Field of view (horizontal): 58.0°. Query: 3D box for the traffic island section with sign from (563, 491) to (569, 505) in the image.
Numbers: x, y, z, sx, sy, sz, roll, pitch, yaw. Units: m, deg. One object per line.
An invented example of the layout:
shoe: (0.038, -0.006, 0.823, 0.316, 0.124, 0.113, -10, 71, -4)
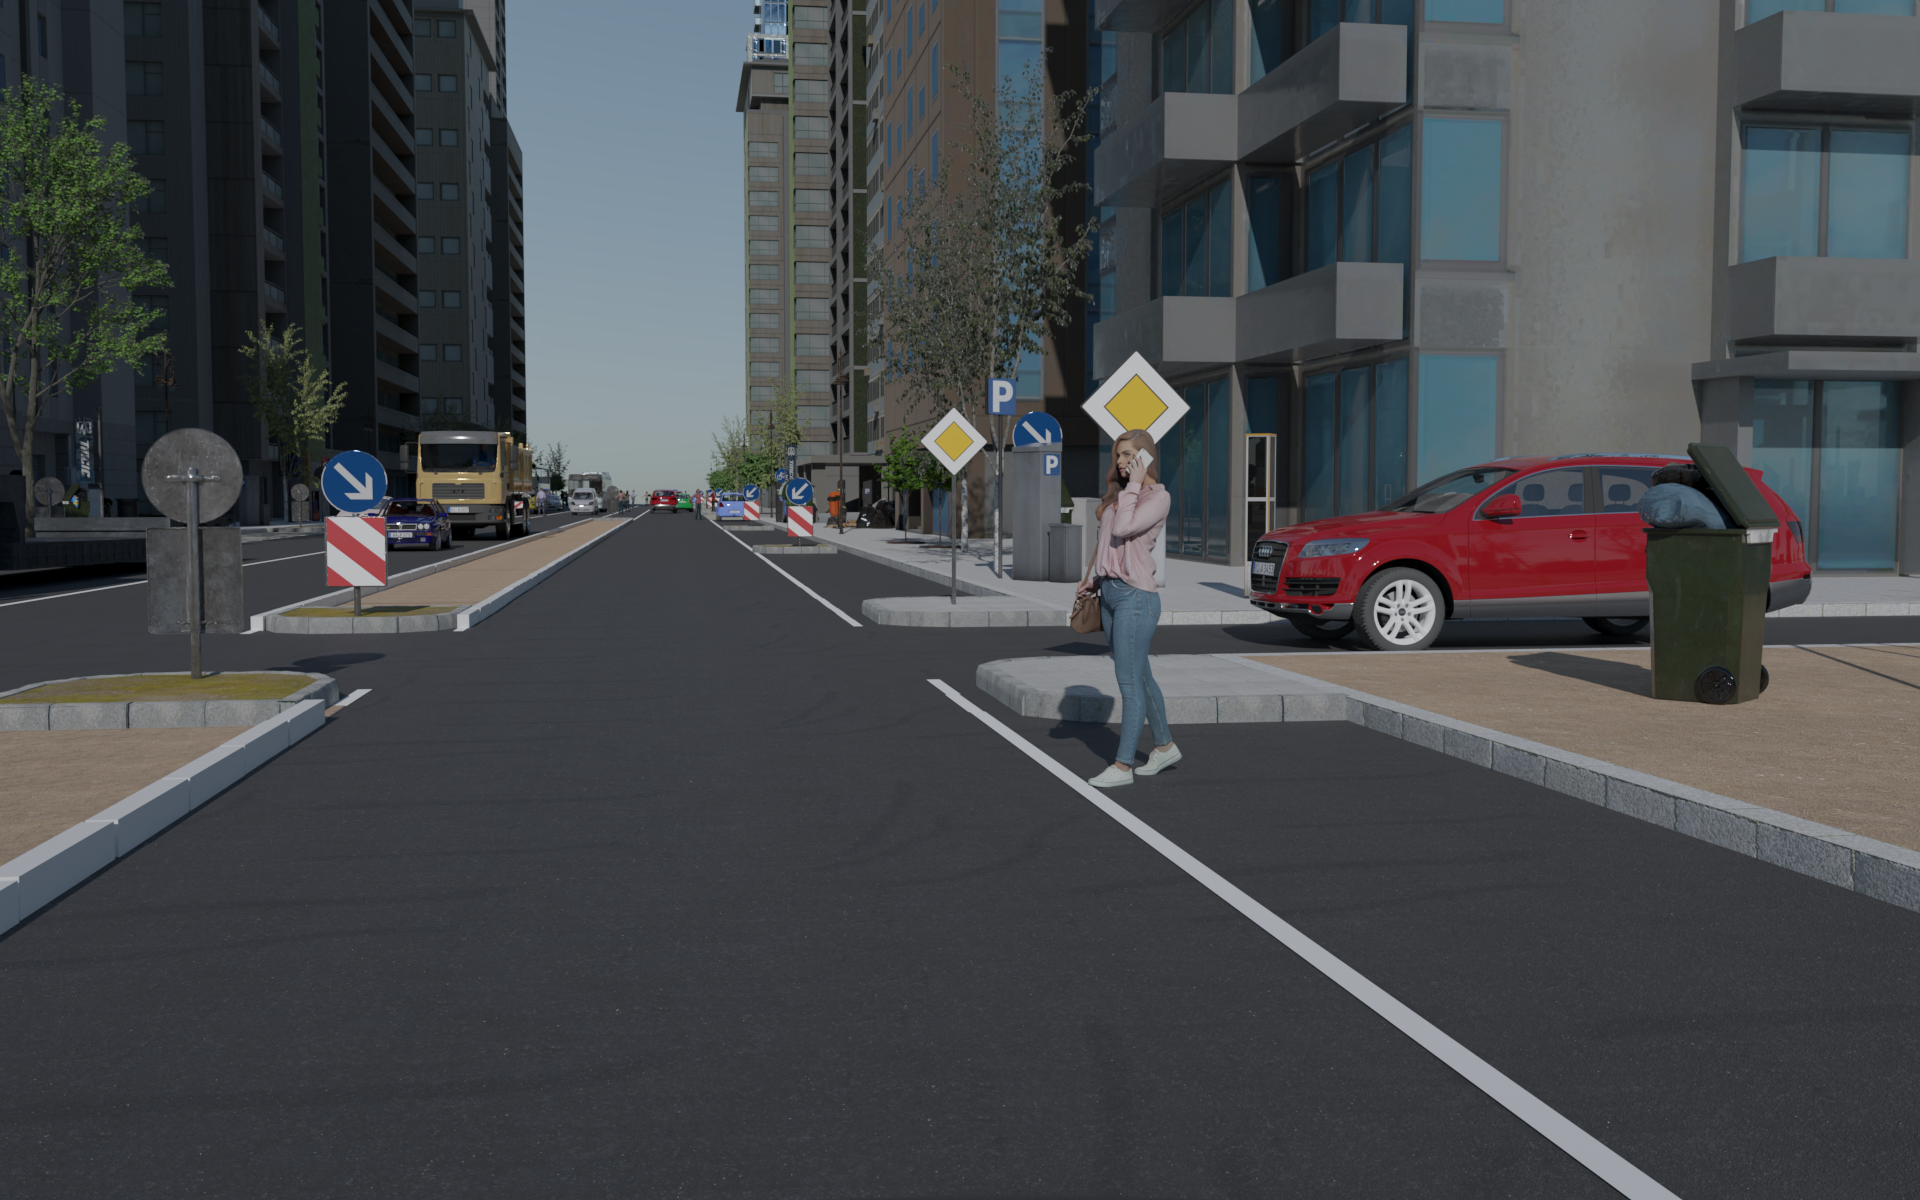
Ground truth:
traffic island section with sign: (-51.163, -13.161, 223.816, 1.989, 1.847, 2.006, -1, 4, -9)

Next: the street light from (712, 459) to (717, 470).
street light: (-30.038, -14.748, 213.913, 0.468, 5.910, 1.993, -1, 4, -9)

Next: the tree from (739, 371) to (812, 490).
tree: (-10.743, -9.394, 103.955, 4.737, 8.622, 4.395, 0, 3, 0)

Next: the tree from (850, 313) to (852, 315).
tree: (-0.132, -5.342, 37.697, 4.360, 8.622, 3.978, 0, 3, 0)

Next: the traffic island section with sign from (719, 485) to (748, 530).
traffic island section with sign: (-8.482, -3.709, 69.269, 1.989, 1.847, 2.006, -1, 4, -9)

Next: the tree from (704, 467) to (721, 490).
tree: (-24.324, -12.167, 182.642, 4.285, 4.588, 4.351, 0, 3, 0)

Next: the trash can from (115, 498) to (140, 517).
trash can: (-27.553, -2.794, 57.328, 0.748, 1.137, 0.748, 0, 3, 0)

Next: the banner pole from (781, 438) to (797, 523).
banner pole: (-7.597, -5.314, 76.903, 0.863, 3.779, 0.401, 3, 4, 37)

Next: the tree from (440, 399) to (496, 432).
tree: (-39.109, -11.338, 135.735, 4.737, 8.622, 4.395, 0, 3, 0)

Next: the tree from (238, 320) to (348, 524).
tree: (-28.531, -7.537, 73.595, 4.737, 8.622, 4.395, 0, 3, 0)

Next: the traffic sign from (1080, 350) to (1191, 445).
traffic sign: (1.225, -0.521, 12.167, 0.795, 2.450, 0.064, -1, 4, -9)

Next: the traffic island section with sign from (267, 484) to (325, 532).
traffic island section with sign: (-25.124, -3.499, 65.835, 1.989, 1.847, 2.006, -1, 4, -9)

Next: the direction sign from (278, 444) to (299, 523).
direction sign: (-30.221, -5.262, 78.031, 0.876, 3.537, 0.379, -2, 4, -31)

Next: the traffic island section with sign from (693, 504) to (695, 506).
traffic island section with sign: (-29.981, -11.680, 199.594, 1.989, 1.847, 2.006, -1, 4, -9)

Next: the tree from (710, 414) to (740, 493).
tree: (-20.615, -12.712, 158.203, 4.737, 8.622, 4.395, 0, 3, 0)

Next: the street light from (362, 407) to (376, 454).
street light: (-31.584, -7.331, 92.653, 0.468, 5.910, 1.993, -1, 4, -9)

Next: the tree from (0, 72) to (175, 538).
tree: (-23.970, -7.232, 43.998, 9.928, 11.665, 9.643, 0, 3, 0)

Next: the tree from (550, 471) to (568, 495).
tree: (-56.915, -15.909, 243.824, 4.285, 4.588, 4.351, 0, 3, 0)

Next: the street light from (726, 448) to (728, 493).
street light: (-22.662, -12.002, 169.025, 0.468, 5.910, 1.993, -1, 4, -9)

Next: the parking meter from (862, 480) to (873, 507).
parking meter: (-3.768, -3.961, 70.470, 0.399, 1.863, 0.255, 0, 4, 4)

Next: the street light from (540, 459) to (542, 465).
street light: (-51.386, -14.661, 212.490, 0.468, 5.910, 1.993, -1, 4, -9)

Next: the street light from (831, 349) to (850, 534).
street light: (-3.794, -5.042, 55.221, 0.468, 5.910, 1.993, -1, 4, -9)

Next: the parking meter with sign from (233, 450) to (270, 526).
parking meter with sign: (-28.607, -4.493, 69.727, 0.543, 3.016, 1.738, 1, 4, 22)

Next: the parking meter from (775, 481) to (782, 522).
parking meter: (-8.238, -4.469, 78.778, 0.255, 1.863, 0.399, -1, 4, -15)

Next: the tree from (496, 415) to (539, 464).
tree: (-42.730, -12.891, 161.134, 4.737, 8.622, 4.395, 0, 3, 0)

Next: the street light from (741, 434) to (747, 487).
street light: (-16.266, -9.657, 130.687, 0.468, 5.910, 1.993, -1, 4, -9)

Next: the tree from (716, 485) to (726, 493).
tree: (-27.489, -12.612, 200.813, 1.663, 3.219, 1.824, 0, 3, 0)

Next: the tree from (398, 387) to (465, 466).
tree: (-36.185, -10.296, 118.699, 4.360, 8.622, 3.978, 0, 3, 0)

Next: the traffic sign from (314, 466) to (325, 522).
traffic sign: (-29.335, -4.866, 79.661, 0.768, 2.556, 0.104, 0, 4, -1)

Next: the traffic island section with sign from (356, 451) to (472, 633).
traffic island section with sign: (-6.418, -0.648, 18.738, 2.006, 1.907, 1.989, -1, 4, -9)

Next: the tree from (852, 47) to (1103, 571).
tree: (0.566, -4.814, 29.076, 4.360, 8.622, 3.978, 0, 3, 0)

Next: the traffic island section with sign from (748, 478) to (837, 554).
traffic island section with sign: (-4.104, -2.082, 42.671, 1.989, 1.847, 2.006, -1, 4, -9)

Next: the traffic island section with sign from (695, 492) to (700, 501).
traffic island section with sign: (-21.040, -8.365, 145.400, 1.989, 1.847, 2.006, -1, 4, -9)

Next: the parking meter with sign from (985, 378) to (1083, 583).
parking meter with sign: (1.124, -1.793, 25.577, 0.543, 3.016, 1.738, -3, 4, -38)

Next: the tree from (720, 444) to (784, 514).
tree: (-12.836, -7.840, 111.899, 4.285, 4.588, 4.351, 0, 3, 0)

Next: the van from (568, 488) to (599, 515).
van: (-25.599, -6.785, 117.949, 2.013, 2.044, 4.112, 0, 4, -8)

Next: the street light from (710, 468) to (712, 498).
street light: (-36.149, -17.061, 251.736, 0.468, 5.910, 1.993, -1, 4, -9)

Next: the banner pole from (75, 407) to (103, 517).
banner pole: (-24.862, -3.644, 49.594, 0.863, 3.779, 0.401, -2, 4, -33)

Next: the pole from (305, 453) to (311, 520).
pole: (-31.721, -5.528, 84.227, 0.158, 3.312, 0.155, 0, 3, 0)

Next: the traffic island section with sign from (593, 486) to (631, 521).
traffic island section with sign: (-18.649, -5.183, 92.879, 2.006, 1.907, 1.989, -1, 4, -9)

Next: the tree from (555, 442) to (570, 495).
tree: (-55.825, -17.654, 239.003, 4.737, 8.622, 4.395, 0, 3, 0)

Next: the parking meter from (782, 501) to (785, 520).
parking meter: (-8.864, -4.774, 86.467, 0.372, 1.533, 0.369, 0, 3, 0)

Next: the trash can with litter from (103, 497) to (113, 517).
trash can with litter: (-29.815, -2.993, 60.315, 0.624, 1.170, 1.055, -1, 4, -21)

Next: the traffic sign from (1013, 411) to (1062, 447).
traffic sign: (1.191, -1.633, 26.808, 0.768, 2.556, 0.104, 0, 4, -3)

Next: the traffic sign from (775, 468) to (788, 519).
traffic sign: (-8.666, -5.189, 84.946, 0.768, 2.556, 0.104, 0, 4, -3)

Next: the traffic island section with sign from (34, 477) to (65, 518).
traffic island section with sign: (-20.722, -1.867, 39.147, 1.989, 1.847, 2.006, -1, 4, -9)

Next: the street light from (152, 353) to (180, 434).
street light: (-25.504, -5.075, 55.757, 0.468, 5.910, 1.993, -1, 4, -9)

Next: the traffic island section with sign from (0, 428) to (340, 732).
traffic island section with sign: (-5.223, -0.201, 11.428, 2.006, 1.907, 1.989, -1, 4, -9)

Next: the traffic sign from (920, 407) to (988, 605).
traffic sign: (-0.074, -1.003, 20.046, 0.795, 2.450, 0.064, -1, 4, -9)

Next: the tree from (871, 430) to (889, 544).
tree: (-1.526, -3.073, 44.847, 1.663, 3.219, 1.824, 0, 3, 0)

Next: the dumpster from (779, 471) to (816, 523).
dumpster: (-7.085, -4.470, 75.570, 1.502, 2.255, 1.985, -1, 4, -9)

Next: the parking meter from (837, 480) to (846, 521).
parking meter: (-4.787, -3.928, 69.939, 0.255, 1.863, 0.399, 1, 4, 11)

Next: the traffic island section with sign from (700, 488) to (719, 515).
traffic island section with sign: (-16.648, -6.739, 118.804, 1.989, 1.847, 2.006, -1, 4, -9)

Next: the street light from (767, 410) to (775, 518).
street light: (-10.200, -7.391, 93.635, 0.468, 5.910, 1.993, -1, 4, -9)

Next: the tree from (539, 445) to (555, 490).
tree: (-47.649, -14.543, 188.146, 4.737, 8.622, 4.395, 0, 3, 0)

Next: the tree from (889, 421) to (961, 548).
tree: (-0.404, -2.865, 41.447, 1.663, 3.219, 1.824, 0, 3, 0)
